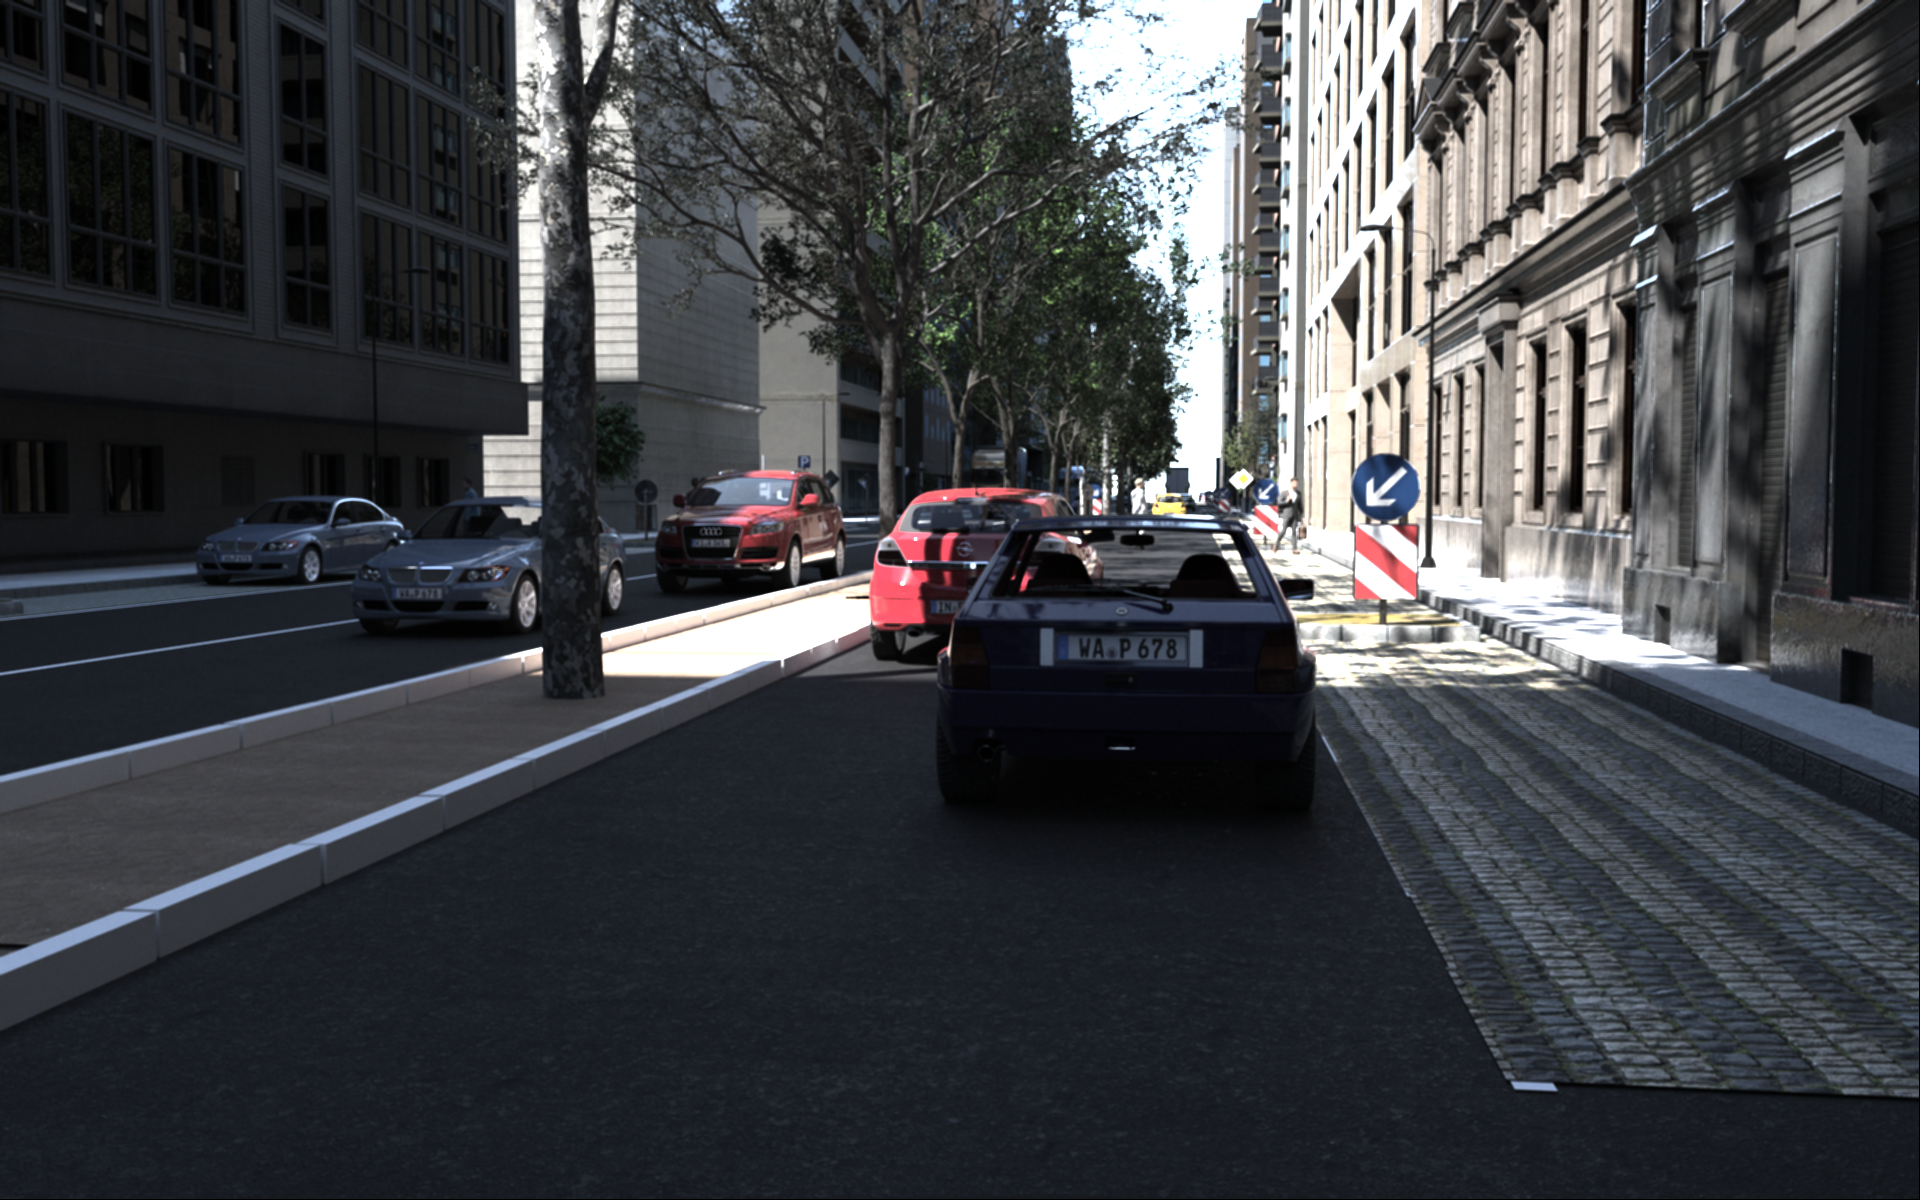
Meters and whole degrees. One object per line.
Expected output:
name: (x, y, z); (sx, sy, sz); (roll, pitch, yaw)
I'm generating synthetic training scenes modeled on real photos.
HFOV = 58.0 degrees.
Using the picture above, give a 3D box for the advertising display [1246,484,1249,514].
advertising display: (18.789, -6.612, 113.327); (0.123, 1.923, 0.974); (0, 4, 5)

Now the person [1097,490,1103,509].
person: (14.069, -9.885, 170.208); (1.350, 1.814, 0.705); (1, 4, 19)

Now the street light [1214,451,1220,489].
street light: (28.705, -13.199, 188.338); (1.470, 5.913, 1.316); (0, 4, 8)

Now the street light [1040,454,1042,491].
street light: (9.598, -13.588, 194.711); (1.470, 5.913, 1.316); (0, 4, 8)

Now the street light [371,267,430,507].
street light: (-11.543, -3.863, 35.709); (1.470, 5.913, 1.316); (0, 4, 8)

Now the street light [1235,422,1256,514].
street light: (18.515, -8.524, 111.903); (1.470, 5.913, 1.316); (0, 4, 8)

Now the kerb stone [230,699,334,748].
kerb stone: (-4.000, 0.735, 10.186); (0.120, 0.150, 1.000); (0, 4, 8)

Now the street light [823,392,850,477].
street light: (-5.696, -6.531, 79.326); (1.470, 5.913, 1.316); (0, 4, 8)

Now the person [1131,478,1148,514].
person: (4.583, -2.208, 44.485); (0.514, 1.842, 0.818); (2, 4, 34)

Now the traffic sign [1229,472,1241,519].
traffic sign: (12.362, -4.489, 77.039); (0.795, 2.450, 0.064); (0, 4, 8)

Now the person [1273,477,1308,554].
person: (7.807, -1.988, 40.960); (0.622, 1.834, 0.822); (-2, 4, -25)

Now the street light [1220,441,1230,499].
street light: (23.703, -10.934, 151.305); (1.470, 5.913, 1.316); (0, 4, 8)

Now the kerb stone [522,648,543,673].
kerb stone: (-3.454, 0.486, 14.252); (0.120, 0.150, 1.000); (0, 4, 8)

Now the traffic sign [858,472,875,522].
traffic sign: (-4.283, -4.626, 79.271); (0.795, 2.450, 0.064); (0, 4, 8)

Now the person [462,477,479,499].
person: (-9.950, -1.625, 35.405); (0.444, 1.785, 0.601); (-1, 4, -18)

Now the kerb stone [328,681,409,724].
kerb stone: (-3.861, 0.673, 11.199); (0.120, 0.150, 1.000); (0, 4, 8)

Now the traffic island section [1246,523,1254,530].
traffic island section: (12.386, -3.354, 77.113); (2.009, 0.180, 2.903); (0, 4, 8)

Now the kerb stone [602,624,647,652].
kerb stone: (-3.182, 0.364, 16.293); (0.120, 0.150, 1.000); (0, 4, 8)

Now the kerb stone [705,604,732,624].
kerb stone: (-2.768, 0.178, 19.348); (0.120, 0.150, 1.000); (0, 4, 8)

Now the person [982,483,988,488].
person: (0.769, -2.858, 55.567); (0.374, 1.781, 0.599); (3, 5, 40)

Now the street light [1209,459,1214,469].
street light: (33.818, -15.575, 227.193); (1.470, 5.913, 1.316); (0, 4, 8)

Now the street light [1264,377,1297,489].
street light: (12.781, -5.892, 68.878); (1.470, 5.913, 1.316); (0, 4, 8)

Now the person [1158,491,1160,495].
person: (24.533, -12.479, 212.401); (0.599, 1.838, 0.709); (1, 4, 10)

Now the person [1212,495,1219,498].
person: (26.547, -10.489, 180.540); (0.990, 1.755, 0.434); (-1, 4, -16)

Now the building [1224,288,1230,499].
building: (43.987, -28.756, 241.869); (14.160, 30.474, 14.107); (0, 4, 8)

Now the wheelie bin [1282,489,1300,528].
wheelie bin: (12.611, -3.557, 66.061); (0.693, 1.594, 0.980); (0, 4, 5)

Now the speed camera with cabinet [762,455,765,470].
speed camera with cabinet: (-9.234, -5.714, 87.751); (2.038, 3.252, 0.660); (0, 4, 7)

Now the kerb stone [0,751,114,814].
kerb stone: (-4.269, 0.859, 8.149); (0.120, 0.150, 1.000); (0, 4, 8)

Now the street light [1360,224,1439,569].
street light: (7.568, -3.506, 29.872); (1.470, 5.913, 1.316); (0, 4, 8)

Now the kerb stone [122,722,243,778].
kerb stone: (-4.139, 0.799, 9.163); (0.120, 0.150, 1.000); (0, 4, 8)

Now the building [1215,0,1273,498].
building: (54.687, -59.829, 290.880); (22.319, 86.520, 31.000); (0, 4, 8)

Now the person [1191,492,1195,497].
person: (38.468, -17.068, 287.564); (1.348, 1.823, 0.705); (-2, 4, -34)

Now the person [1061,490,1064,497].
person: (9.576, -9.326, 160.965); (0.705, 1.826, 1.348); (0, 4, 2)

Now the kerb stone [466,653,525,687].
kerb stone: (-3.596, 0.548, 13.237); (0.120, 0.150, 1.000); (0, 4, 8)

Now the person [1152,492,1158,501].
person: (25.692, -13.354, 227.558); (1.217, 1.743, 0.721); (-3, 5, -39)

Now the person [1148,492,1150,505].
person: (24.477, -13.153, 224.464); (0.530, 1.710, 0.541); (2, 4, 23)

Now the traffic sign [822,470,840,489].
traffic sign: (-5.338, -4.141, 71.355); (0.795, 2.450, 0.064); (0, 4, 8)

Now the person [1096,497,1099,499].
person: (14.466, -10.597, 182.681); (0.541, 1.710, 0.530); (-1, 4, -9)

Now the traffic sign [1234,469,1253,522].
traffic sign: (11.306, -4.005, 69.123); (0.795, 2.450, 0.064); (0, 4, 8)

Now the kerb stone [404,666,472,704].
kerb stone: (-3.724, 0.610, 12.219); (0.120, 0.150, 1.000); (0, 4, 8)

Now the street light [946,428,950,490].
street light: (-0.377, -8.934, 118.611); (1.470, 5.913, 1.316); (0, 4, 8)

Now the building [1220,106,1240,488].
building: (50.126, -44.028, 261.850); (21.231, 58.520, 28.212); (0, 4, 8)

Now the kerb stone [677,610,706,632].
kerb stone: (-2.913, 0.237, 18.327); (0.120, 0.150, 1.000); (0, 4, 8)

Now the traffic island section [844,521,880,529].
traffic island section: (-4.307, -3.490, 79.335); (2.009, 0.180, 2.903); (0, 4, 8)

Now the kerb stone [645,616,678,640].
kerb stone: (-3.045, 0.299, 17.311); (0.120, 0.150, 1.000); (0, 4, 8)

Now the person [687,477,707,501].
person: (-5.978, -1.929, 40.009); (0.573, 1.828, 0.580); (1, 4, 21)
